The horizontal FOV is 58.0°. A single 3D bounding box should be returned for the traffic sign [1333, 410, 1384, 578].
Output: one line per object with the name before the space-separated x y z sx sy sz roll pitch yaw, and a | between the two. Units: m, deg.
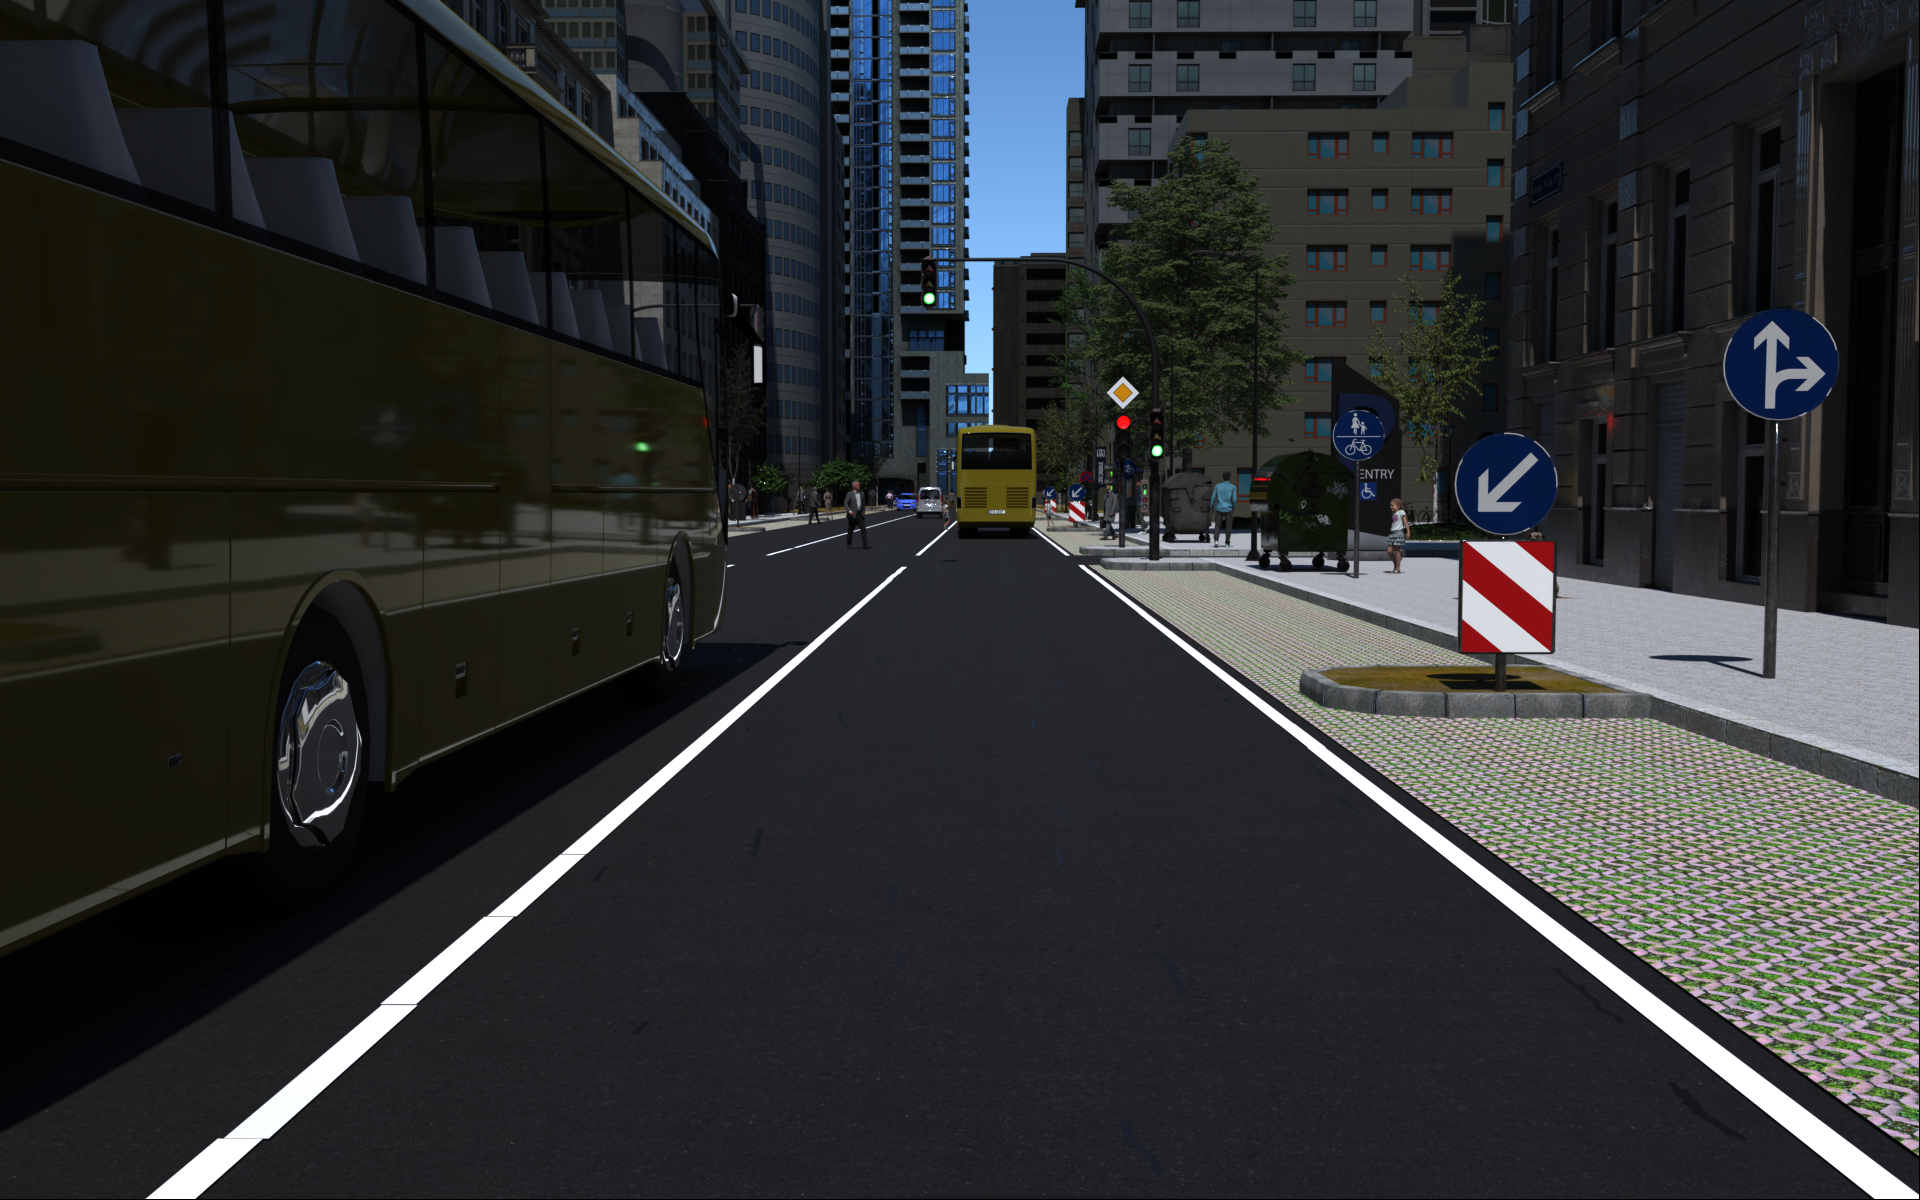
traffic sign | 6.032 -1.601 26.286 0.768 2.556 0.104 0 4 7

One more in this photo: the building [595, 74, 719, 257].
building | -18.629 -14.243 87.628 10.420 20.320 16.860 0 4 1

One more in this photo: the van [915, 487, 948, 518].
van | -1.727 -5.886 103.240 2.013 2.044 4.112 0 4 1

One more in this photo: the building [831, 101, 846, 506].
building | -19.350 -30.531 182.779 14.086 41.232 14.154 0 4 1

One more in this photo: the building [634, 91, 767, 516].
building | -18.785 -16.769 103.855 12.332 23.373 15.834 0 4 1

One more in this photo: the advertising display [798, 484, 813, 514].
advertising display | -9.966 -6.507 111.598 0.974 1.923 0.123 -1 4 -9

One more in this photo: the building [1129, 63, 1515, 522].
building | 24.257 -15.128 92.379 27.650 21.520 28.899 0 4 1

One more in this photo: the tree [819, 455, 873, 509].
tree | -10.176 -9.902 145.619 4.285 4.588 4.351 0 3 0

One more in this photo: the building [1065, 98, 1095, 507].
building | 18.055 -30.485 182.024 14.154 41.232 14.086 0 4 1

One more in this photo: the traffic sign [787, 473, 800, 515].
traffic sign | -10.122 -6.437 105.359 0.768 2.556 0.104 0 4 7

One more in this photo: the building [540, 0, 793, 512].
building | -29.385 -26.731 128.930 32.217 40.220 23.993 0 4 1

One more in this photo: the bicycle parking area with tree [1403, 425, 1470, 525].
bicycle parking area with tree | 18.415 -5.306 73.751 9.016 4.147 8.231 -2 4 -30

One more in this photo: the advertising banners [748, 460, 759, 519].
advertising banners | -10.651 -5.693 89.263 0.090 3.025 2.074 0 4 7

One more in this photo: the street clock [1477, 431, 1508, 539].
street clock | 6.116 -0.933 19.822 0.358 2.002 0.471 -1 4 -20

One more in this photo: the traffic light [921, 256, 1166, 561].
traffic light | 1.638 -3.586 33.299 4.771 5.953 1.251 0 4 1

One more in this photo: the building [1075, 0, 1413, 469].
building | 25.577 -34.913 160.073 28.713 52.752 27.495 0 4 1

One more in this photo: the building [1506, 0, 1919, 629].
building | 14.787 -13.439 16.994 12.463 27.353 25.104 0 4 1

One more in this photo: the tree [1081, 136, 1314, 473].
tree | 7.542 -8.382 55.169 7.486 12.596 7.792 0 3 0

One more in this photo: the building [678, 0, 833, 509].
building | -23.187 -37.451 154.328 21.231 58.520 28.212 0 4 1

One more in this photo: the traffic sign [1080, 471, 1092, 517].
traffic sign | 7.036 -5.888 96.369 0.768 2.556 0.104 0 4 1

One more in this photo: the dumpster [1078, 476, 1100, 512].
dumpster | 6.886 -5.623 94.426 1.502 2.255 1.985 0 4 1

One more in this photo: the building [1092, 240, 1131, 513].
building | 24.791 -17.565 132.234 27.650 21.520 28.899 0 4 1

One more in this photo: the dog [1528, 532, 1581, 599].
dog | 7.233 -0.415 21.162 0.800 0.831 0.513 0 4 -6

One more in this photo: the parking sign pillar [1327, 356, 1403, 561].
parking sign pillar | 7.901 -2.767 33.711 1.447 3.967 1.447 0 4 2

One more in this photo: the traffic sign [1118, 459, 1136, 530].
traffic sign | 5.993 -3.823 62.609 0.768 2.556 0.104 1 4 11

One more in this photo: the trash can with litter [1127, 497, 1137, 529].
trash can with litter | 6.331 -3.252 64.562 0.624 1.170 1.055 1 4 20

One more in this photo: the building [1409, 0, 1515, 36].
building | 56.525 -47.295 211.519 20.611 71.187 20.563 0 4 1

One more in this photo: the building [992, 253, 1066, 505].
building | 10.908 -26.828 210.332 14.107 30.474 14.160 0 4 1

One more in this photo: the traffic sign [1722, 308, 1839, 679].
traffic sign | 5.640 -0.727 11.993 0.768 2.556 0.104 0 4 5

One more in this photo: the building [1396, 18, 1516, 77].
building | 53.047 -33.844 177.046 21.600 48.544 21.300 0 4 1

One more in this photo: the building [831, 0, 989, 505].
building | -11.945 -55.000 211.919 31.000 86.520 22.319 0 4 1

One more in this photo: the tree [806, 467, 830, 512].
tree | -10.399 -7.981 125.083 1.663 3.219 1.824 0 3 0

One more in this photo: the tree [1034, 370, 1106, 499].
tree | 7.144 -9.336 103.011 4.360 8.622 3.978 0 3 0

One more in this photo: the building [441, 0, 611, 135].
building | -21.726 -14.845 61.799 14.460 24.649 34.723 0 4 1

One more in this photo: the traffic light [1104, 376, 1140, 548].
traffic light | 3.862 -3.209 41.391 0.839 4.253 0.868 0 4 1

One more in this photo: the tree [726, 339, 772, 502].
tree | -10.902 -8.091 82.647 4.360 8.622 3.978 0 3 0

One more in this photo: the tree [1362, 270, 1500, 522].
tree | 15.263 -6.481 56.332 4.737 8.622 4.395 0 3 0

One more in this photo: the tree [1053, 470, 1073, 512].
tree | 8.583 -9.299 146.634 1.663 3.219 1.824 0 3 0

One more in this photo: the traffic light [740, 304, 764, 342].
traffic light | -7.104 -4.093 41.589 4.771 5.953 1.251 0 4 1

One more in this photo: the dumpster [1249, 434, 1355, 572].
dumpster | 5.755 -1.627 29.097 1.502 2.255 1.985 0 4 1

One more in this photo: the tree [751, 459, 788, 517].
tree | -10.621 -6.184 95.715 1.663 3.219 1.824 0 3 0

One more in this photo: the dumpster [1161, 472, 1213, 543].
dumpster | 6.051 -2.465 46.059 1.264 1.857 1.865 0 4 1

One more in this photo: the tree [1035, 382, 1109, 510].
tree | 7.604 -9.861 111.587 4.737 8.622 4.395 0 3 0

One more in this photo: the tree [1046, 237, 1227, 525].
tree | 7.317 -8.914 71.507 9.928 11.665 9.643 0 3 0

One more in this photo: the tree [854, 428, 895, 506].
tree | -9.322 -14.621 189.418 4.360 8.622 3.978 0 3 0
